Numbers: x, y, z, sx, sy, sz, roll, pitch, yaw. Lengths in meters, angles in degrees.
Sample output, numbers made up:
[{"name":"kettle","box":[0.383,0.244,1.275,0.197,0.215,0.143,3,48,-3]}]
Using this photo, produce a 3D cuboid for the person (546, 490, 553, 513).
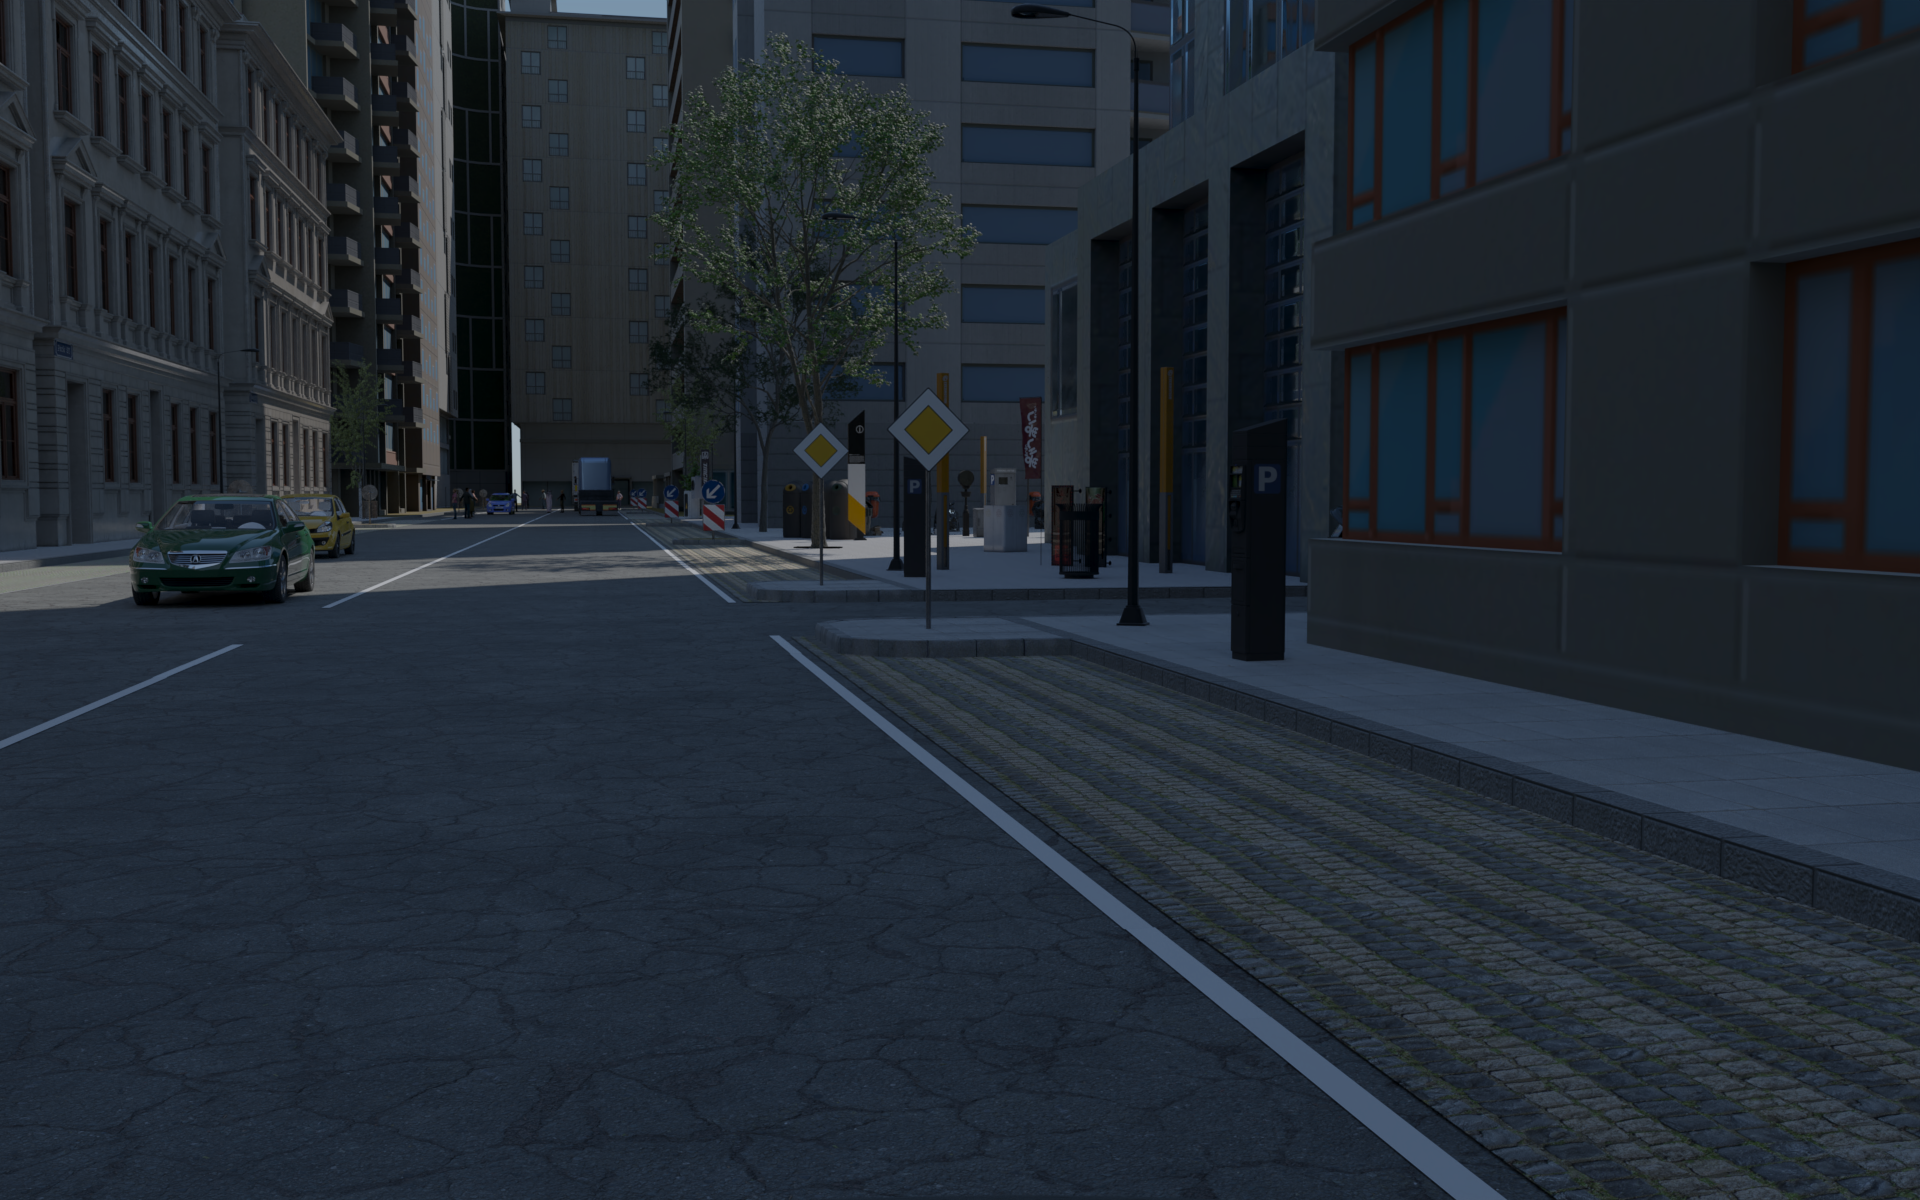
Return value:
[{"name":"person","box":[-30.643,-7.348,129.311,0.551,1.740,0.621,0,4,-2]}]

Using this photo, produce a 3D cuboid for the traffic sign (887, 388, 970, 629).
[{"name":"traffic sign","box":[-0.303,-0.782,16.431,0.795,2.450,0.064,-1,4,-12]}]

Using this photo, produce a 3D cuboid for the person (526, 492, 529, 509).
[{"name":"person","box":[-42.812,-9.867,171.293,0.415,1.643,0.593,-1,4,-17]}]

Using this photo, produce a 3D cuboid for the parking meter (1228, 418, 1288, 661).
[{"name":"parking meter","box":[2.295,-0.468,13.369,0.399,1.863,0.255,-1,4,-17]}]

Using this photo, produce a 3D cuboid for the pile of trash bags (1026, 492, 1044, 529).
[{"name":"pile of trash bags","box":[3.461,-3.320,64.034,1.912,1.369,3.447,-2,4,-29]}]

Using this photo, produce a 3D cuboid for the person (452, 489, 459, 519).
[{"name":"person","box":[-28.773,-5.451,98.348,0.721,1.743,1.217,-1,4,-14]}]

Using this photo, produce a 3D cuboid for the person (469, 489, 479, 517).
[{"name":"person","box":[-30.052,-5.955,106.597,0.721,1.736,1.217,1,4,22]}]

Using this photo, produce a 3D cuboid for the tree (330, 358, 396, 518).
[{"name":"tree","box":[-32.357,-8.696,92.535,4.737,8.622,4.395,0,3,0]}]

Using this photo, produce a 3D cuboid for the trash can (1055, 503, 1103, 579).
[{"name":"trash can","box":[1.813,-0.898,26.343,0.748,1.137,0.748,0,3,0]}]

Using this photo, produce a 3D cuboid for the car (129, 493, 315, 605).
[{"name":"car","box":[-10.101,-0.744,23.957,2.131,1.459,4.920,-1,4,-13]}]

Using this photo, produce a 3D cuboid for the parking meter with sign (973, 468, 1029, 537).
[{"name":"parking meter with sign","box":[1.263,-3.386,51.622,1.738,3.016,0.543,-1,4,-19]}]

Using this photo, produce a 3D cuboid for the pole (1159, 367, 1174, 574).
[{"name":"pole","box":[3.334,-2.086,27.953,0.158,3.312,0.155,0,3,0]}]

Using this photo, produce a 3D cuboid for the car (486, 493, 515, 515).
[{"name":"car","box":[-31.901,-6.773,120.332,1.945,1.707,3.694,-1,4,-10]}]

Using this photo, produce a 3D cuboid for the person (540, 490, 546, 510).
[{"name":"person","box":[-38.600,-9.282,160.347,0.705,1.814,1.350,-2,4,-34]}]

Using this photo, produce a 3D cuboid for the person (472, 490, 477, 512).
[{"name":"person","box":[-36.593,-7.418,130.486,0.721,1.736,1.217,-3,4,-36]}]

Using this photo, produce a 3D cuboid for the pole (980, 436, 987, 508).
[{"name":"pole","box":[0.829,-4.119,61.183,0.158,3.312,0.155,0,3,0]}]

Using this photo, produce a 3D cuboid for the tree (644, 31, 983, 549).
[{"name":"tree","box":[-3.504,-7.018,40.499,9.928,11.665,9.643,0,3,0]}]

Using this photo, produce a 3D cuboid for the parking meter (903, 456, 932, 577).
[{"name":"parking meter","box":[-0.657,-1.286,26.735,0.399,1.863,0.255,1,4,13]}]

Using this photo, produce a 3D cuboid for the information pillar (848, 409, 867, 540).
[{"name":"information pillar","box":[-2.846,-3.456,47.858,0.504,3.616,0.183,-1,4,-15]}]

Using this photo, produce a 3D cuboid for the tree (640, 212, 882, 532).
[{"name":"tree","box":[-6.689,-7.551,57.873,8.767,10.594,7.601,0,4,1]}]

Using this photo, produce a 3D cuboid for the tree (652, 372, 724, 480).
[{"name":"tree","box":[-16.044,-9.321,102.755,4.737,8.622,4.395,0,3,0]}]

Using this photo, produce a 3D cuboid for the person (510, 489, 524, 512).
[{"name":"person","box":[-35.879,-8.026,139.718,1.348,1.826,0.705,-2,4,-35]}]

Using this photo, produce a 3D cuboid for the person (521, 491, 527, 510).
[{"name":"person","box":[-39.109,-8.934,155.483,0.541,1.710,0.530,0,4,-8]}]

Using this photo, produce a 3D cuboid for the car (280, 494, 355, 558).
[{"name":"car","box":[-14.941,-1.798,39.624,2.015,1.641,3.980,-1,4,-12]}]

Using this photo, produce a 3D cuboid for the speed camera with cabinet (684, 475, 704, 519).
[{"name":"speed camera with cabinet","box":[-13.501,-5.733,88.068,0.660,3.252,2.038,-2,4,-24]}]

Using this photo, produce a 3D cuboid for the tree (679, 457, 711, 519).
[{"name":"tree","box":[-13.861,-5.863,90.464,1.663,3.219,1.824,0,3,0]}]

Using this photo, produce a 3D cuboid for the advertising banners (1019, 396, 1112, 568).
[{"name":"advertising banners","box":[1.845,-2.115,30.767,2.074,3.025,0.090,3,5,42]}]

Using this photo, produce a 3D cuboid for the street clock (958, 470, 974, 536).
[{"name":"street clock","box":[0.181,-2.942,52.676,0.471,2.002,0.358,-1,4,-13]}]

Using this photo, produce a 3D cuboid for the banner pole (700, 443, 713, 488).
[{"name":"banner pole","box":[-12.374,-5.815,85.100,0.863,3.779,0.401,2,4,24]}]

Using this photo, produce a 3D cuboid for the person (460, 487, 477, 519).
[{"name":"person","box":[-28.666,-5.645,100.825,1.348,1.821,0.705,2,4,29]}]

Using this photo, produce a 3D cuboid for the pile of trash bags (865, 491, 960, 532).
[{"name":"pile of trash bags","box":[-1.663,-3.055,59.704,3.447,1.369,1.912,0,4,6]}]

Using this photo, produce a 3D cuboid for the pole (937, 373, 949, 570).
[{"name":"pole","box":[-0.289,-2.166,29.252,0.158,3.312,0.155,0,3,0]}]

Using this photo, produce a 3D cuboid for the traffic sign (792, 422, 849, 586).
[{"name":"traffic sign","box":[-1.947,-1.260,24.245,0.795,2.450,0.064,-1,4,-12]}]

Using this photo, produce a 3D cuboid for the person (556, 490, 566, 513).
[{"name":"person","box":[-30.526,-7.557,132.584,0.721,1.766,1.217,1,4,19]}]

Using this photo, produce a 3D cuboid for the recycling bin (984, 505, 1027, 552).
[{"name":"recycling bin","box":[1.012,-1.586,38.486,0.722,1.027,0.722,-3,5,-40]}]

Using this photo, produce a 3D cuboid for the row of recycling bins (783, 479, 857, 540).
[{"name":"row of recycling bins","box":[-3.990,-2.618,49.920,1.069,1.692,3.534,-2,4,-35]}]
